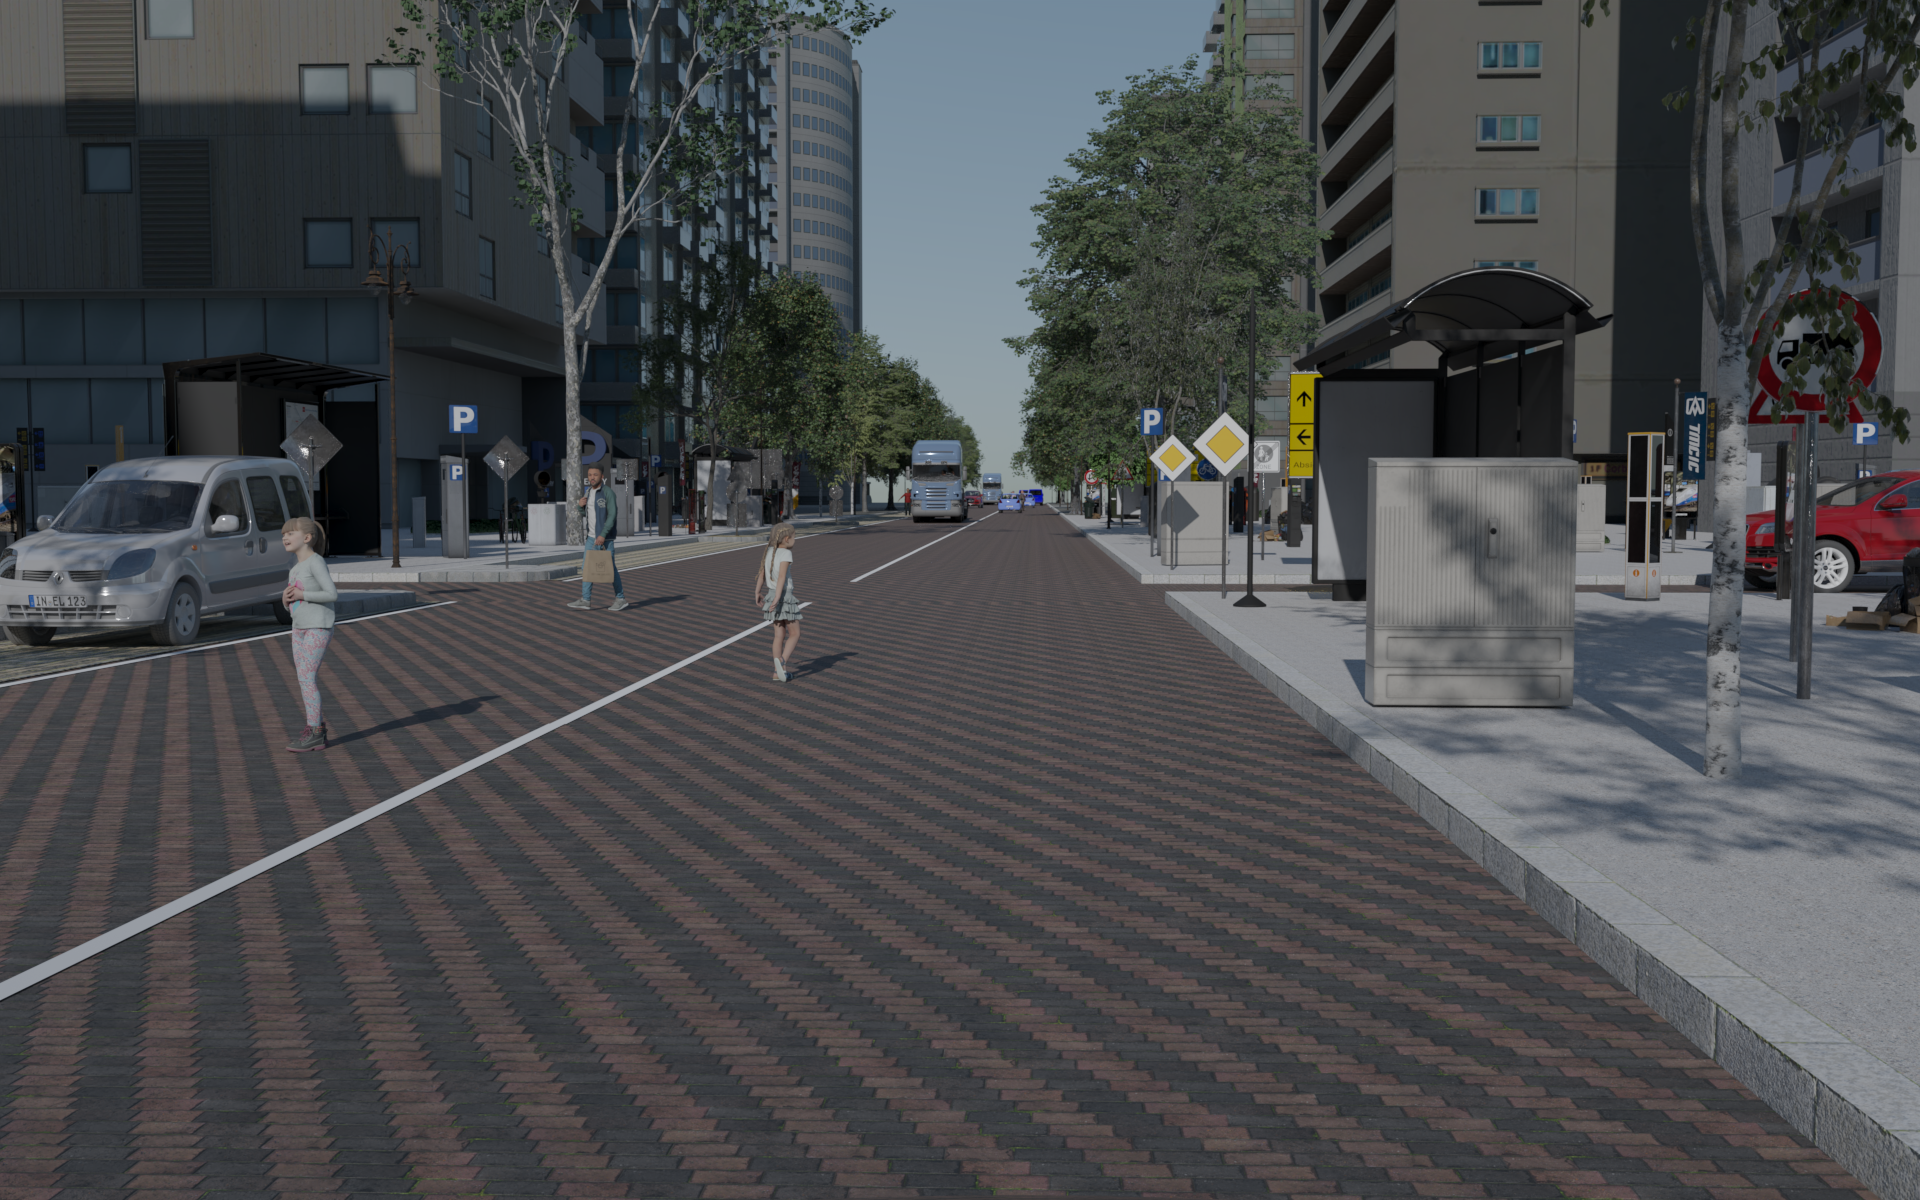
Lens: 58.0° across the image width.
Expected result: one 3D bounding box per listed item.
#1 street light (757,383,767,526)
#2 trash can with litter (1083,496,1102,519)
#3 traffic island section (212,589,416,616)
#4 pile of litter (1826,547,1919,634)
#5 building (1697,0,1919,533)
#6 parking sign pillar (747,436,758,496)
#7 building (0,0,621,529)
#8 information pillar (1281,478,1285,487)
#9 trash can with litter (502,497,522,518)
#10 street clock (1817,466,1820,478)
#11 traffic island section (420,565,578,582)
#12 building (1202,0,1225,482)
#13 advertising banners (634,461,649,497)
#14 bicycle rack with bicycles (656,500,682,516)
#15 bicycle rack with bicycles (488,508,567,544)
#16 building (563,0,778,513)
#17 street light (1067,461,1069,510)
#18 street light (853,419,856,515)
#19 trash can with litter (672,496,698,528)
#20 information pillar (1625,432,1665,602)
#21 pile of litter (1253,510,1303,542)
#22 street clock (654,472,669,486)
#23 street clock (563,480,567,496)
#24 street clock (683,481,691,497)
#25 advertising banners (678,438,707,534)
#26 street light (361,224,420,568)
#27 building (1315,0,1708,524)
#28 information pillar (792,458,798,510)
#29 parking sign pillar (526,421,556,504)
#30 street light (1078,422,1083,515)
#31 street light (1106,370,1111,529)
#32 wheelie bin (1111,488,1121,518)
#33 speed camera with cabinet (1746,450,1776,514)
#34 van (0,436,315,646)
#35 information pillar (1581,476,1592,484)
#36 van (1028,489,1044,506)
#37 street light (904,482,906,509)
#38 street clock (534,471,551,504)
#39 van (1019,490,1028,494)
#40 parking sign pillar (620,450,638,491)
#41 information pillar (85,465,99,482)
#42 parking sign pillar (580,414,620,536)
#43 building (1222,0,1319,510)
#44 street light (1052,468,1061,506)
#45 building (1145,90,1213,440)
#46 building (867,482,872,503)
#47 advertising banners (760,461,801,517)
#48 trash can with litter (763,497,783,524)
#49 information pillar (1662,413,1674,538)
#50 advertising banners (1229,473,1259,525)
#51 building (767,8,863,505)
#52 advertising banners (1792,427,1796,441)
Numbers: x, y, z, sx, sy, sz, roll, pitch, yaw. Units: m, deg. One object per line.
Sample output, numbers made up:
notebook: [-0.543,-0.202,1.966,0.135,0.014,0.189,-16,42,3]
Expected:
street light: [-8.048,-5.958,70.195,0.468,5.910,1.993,0,4,2]
trash can with litter: [6.816,-4.727,88.668,1.055,1.170,0.624,3,5,43]
traffic island section: [-8.130,0.034,21.728,2.009,0.180,2.903,0,4,2]
pile of litter: [8.945,-0.145,16.329,1.176,0.858,1.719,0,4,2]
building: [38.658,-30.931,47.715,28.212,58.520,21.231,0,4,2]
parking sign pillar: [-9.725,-5.618,80.319,1.447,3.967,1.447,0,4,8]
building: [-31.265,-29.661,74.199,28.713,52.752,27.495,0,4,2]
information pillar: [14.982,-4.611,79.885,0.304,2.012,0.304,3,4,36]
trash can with litter: [-16.414,-3.135,62.647,0.624,1.170,1.055,3,4,38]
street clock: [21.425,-2.384,43.556,0.358,2.002,0.471,1,4,13]
traffic island section: [-7.788,-0.454,29.706,2.009,0.180,2.903,0,4,2]
building: [33.062,-32.561,151.977,23.786,49.044,30.456,0,4,2]
advertising banners: [-17.406,-5.893,92.533,2.074,3.025,0.090,2,4,28]
bicycle rack with bicycles: [-17.121,-5.511,103.491,2.852,0.926,2.925,3,5,40]
bicycle rack with bicycles: [-11.184,-1.976,45.684,2.852,0.926,2.925,0,4,-5]
building: [-28.094,-32.487,150.766,23.786,49.044,30.456,0,4,2]
street light: [8.679,-10.185,139.308,0.468,5.910,1.993,0,4,2]
street light: [-6.470,-8.174,106.427,0.468,5.910,1.993,0,4,2]
trash can with litter: [-10.376,-3.343,65.721,1.678,1.210,2.233,-1,4,-17]
information pillar: [8.214,-0.996,20.784,0.304,2.012,0.304,-3,4,-36]
pile of litter: [8.651,-2.034,47.228,1.719,0.858,1.176,-2,4,-24]
street clock: [-9.583,-3.130,55.739,0.471,2.002,0.358,-3,5,-40]
street clock: [-14.943,-3.778,66.339,0.471,2.002,0.358,2,4,32]
street clock: [-14.733,-5.455,93.765,0.358,2.002,0.471,2,4,30]
advertising banners: [-8.581,-3.625,55.459,0.090,3.025,2.074,1,4,16]
street light: [-9.825,-3.500,30.009,0.468,5.910,1.993,0,4,2]
building: [29.496,-28.054,82.390,21.300,48.544,21.600,0,4,2]
information pillar: [-9.620,-6.652,100.110,0.504,3.616,0.183,-1,4,-20]
parking sign pillar: [-15.500,-4.628,64.134,1.447,3.967,1.447,1,4,18]
street light: [7.290,-8.011,103.765,0.468,5.910,1.993,0,4,2]
street light: [5.476,-5.553,63.581,0.468,5.910,1.993,0,4,2]
wheelie bin: [8.296,-5.102,91.325,0.980,1.594,0.693,2,4,30]
speed camera with cabinet: [16.633,-2.559,36.170,0.660,3.252,2.038,0,4,0]
van: [-8.042,-0.647,17.590,2.013,2.044,4.112,0,4,2]
information pillar: [25.095,-3.974,69.466,0.304,2.012,0.304,-1,4,-19]
van: [9.251,-12.800,213.660,2.240,2.365,5.245,0,4,1]
street light: [-4.679,-10.685,147.488,0.468,5.910,1.993,0,4,2]
street clock: [-13.090,-3.044,54.340,0.471,2.002,0.358,-3,5,-44]
van: [9.549,-15.255,253.797,2.240,2.365,5.245,0,4,4]
parking sign pillar: [-18.226,-6.475,94.341,1.447,3.967,1.447,-1,4,-13]
information pillar: [-21.910,-2.403,43.776,0.304,2.012,0.304,-2,4,-30]
parking sign pillar: [-11.435,-3.985,53.625,1.447,3.967,1.447,0,4,-5]
building: [26.608,-27.314,130.185,14.154,41.232,14.086,0,4,2]
street light: [12.383,-15.285,222.697,0.468,5.910,1.993,0,4,2]
building: [38.198,-38.797,223.566,28.713,52.752,27.495,0,4,2]
building: [-28.984,-33.541,240.271,32.217,40.220,23.993,0,4,2]
advertising banners: [-9.497,-5.902,92.691,2.074,3.025,0.090,-1,4,-13]
trash can with litter: [-8.059,-3.830,74.000,0.624,1.170,1.055,2,4,34]
information pillar: [20.565,-3.599,50.197,0.504,3.616,0.183,-2,4,-33]
advertising banners: [11.550,-4.581,71.086,0.090,3.025,2.074,-3,4,-38]
building: [-23.856,-41.061,213.350,21.231,58.520,28.212,0,4,2]
advertising banners: [21.311,-3.012,45.431,0.090,3.025,2.074,-2,4,-32]
